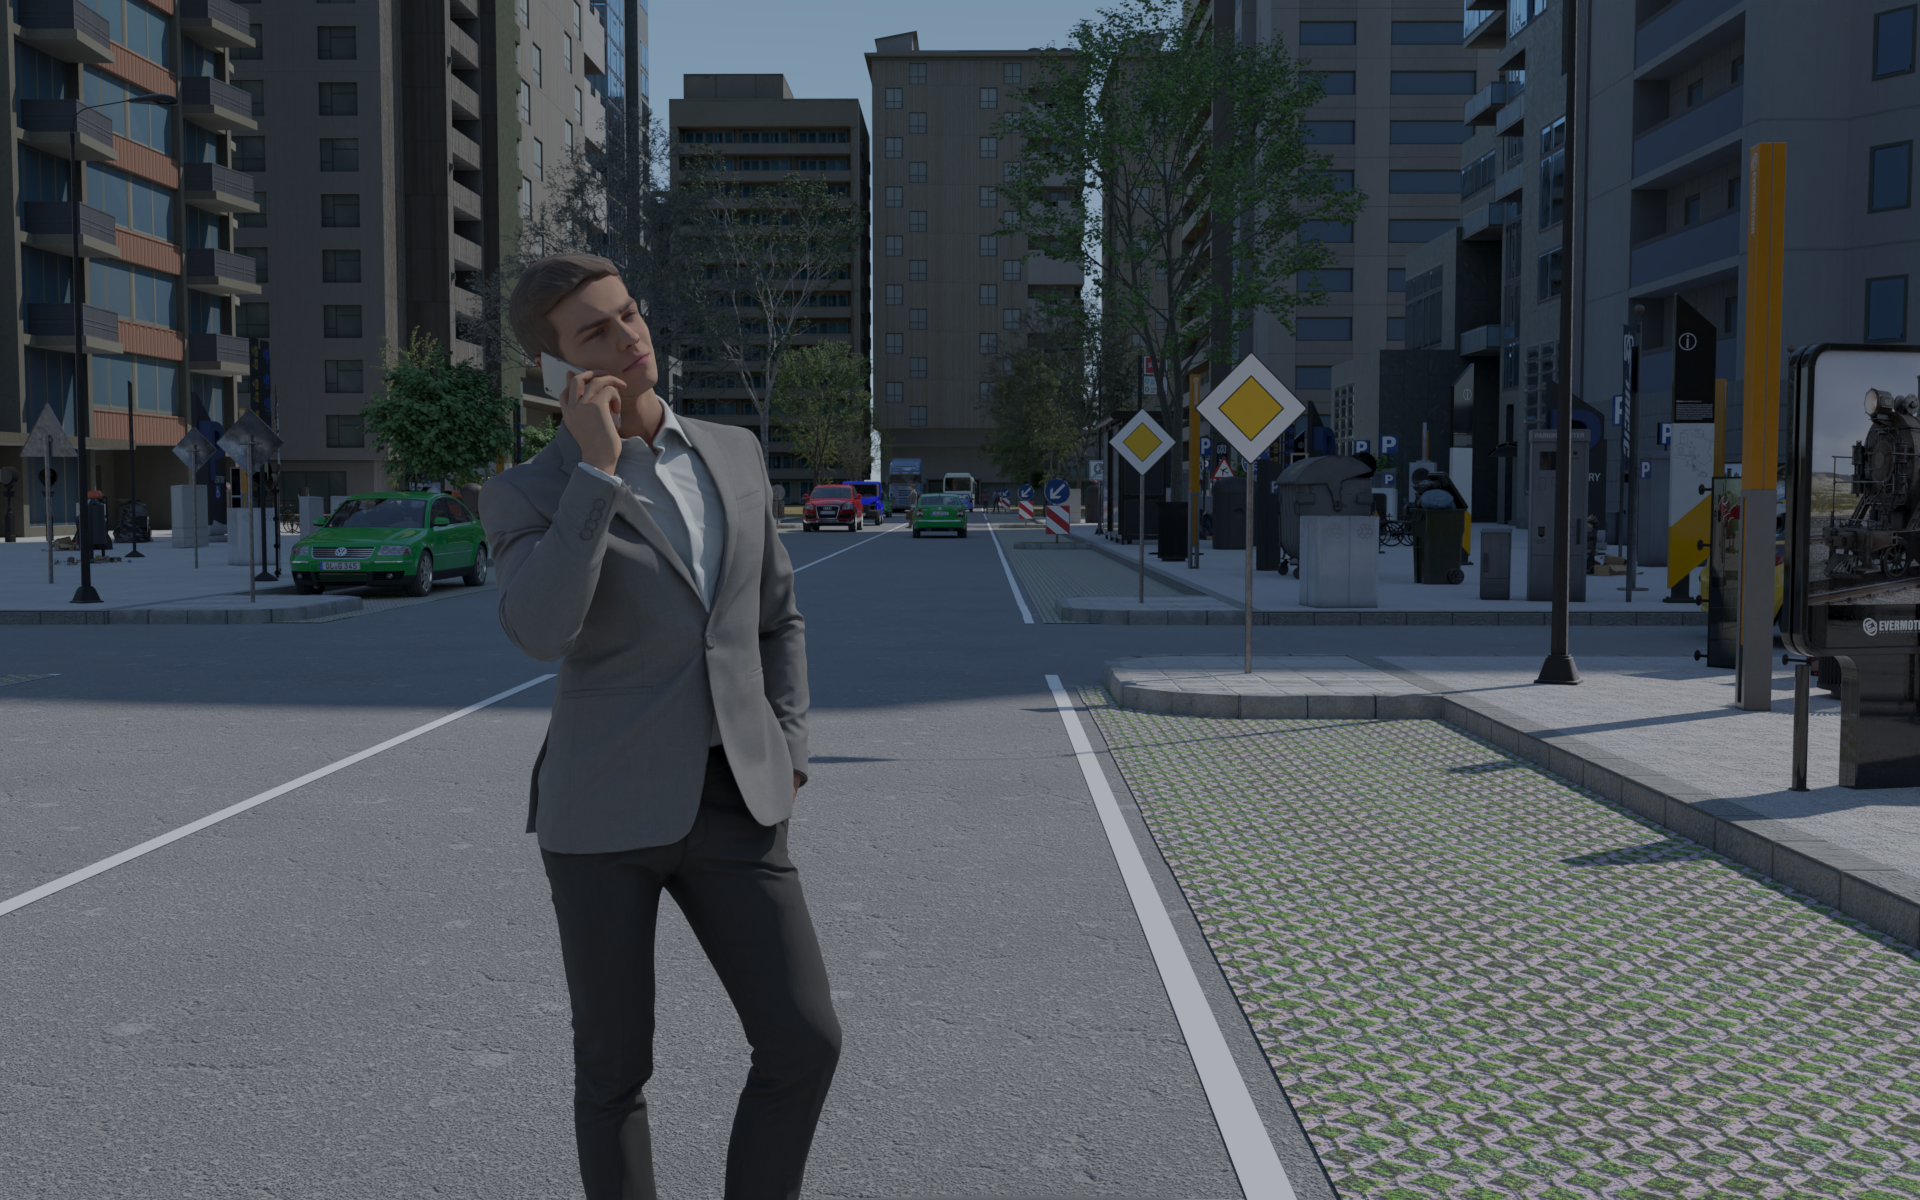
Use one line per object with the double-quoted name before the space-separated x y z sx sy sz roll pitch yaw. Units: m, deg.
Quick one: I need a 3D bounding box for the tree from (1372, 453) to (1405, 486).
"tree" 16.949 -4.595 69.733 1.663 3.219 1.824 0 3 0

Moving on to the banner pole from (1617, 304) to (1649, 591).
"banner pole" 8.826 -2.005 22.800 0.401 3.779 0.863 3 4 39

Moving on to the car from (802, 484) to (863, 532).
"car" -4.896 -3.577 67.161 2.281 1.827 5.304 0 4 1

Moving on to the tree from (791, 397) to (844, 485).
"tree" -10.540 -10.973 129.765 4.737 8.622 4.395 0 3 0

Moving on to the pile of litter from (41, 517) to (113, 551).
"pile of litter" -20.171 -1.567 39.587 1.176 0.858 1.719 3 5 40

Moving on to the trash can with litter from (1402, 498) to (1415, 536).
"trash can with litter" 14.100 -2.564 53.311 0.624 1.170 1.055 -1 4 -23

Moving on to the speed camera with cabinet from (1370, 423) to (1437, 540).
"speed camera with cabinet" 12.140 -3.285 48.049 2.038 3.252 0.660 1 4 23

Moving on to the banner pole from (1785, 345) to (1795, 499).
"banner pole" 13.913 -2.382 28.968 0.401 3.779 0.863 1 4 11

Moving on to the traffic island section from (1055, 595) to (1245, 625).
"traffic island section" 2.155 0.116 20.389 2.009 0.180 2.903 0 4 1

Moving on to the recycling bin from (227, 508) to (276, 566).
"recycling bin" -12.784 -1.149 31.335 0.722 1.027 0.722 -3 4 -39

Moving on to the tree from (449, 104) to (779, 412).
"tree" -10.492 -8.784 53.983 12.009 13.543 11.850 0 3 0

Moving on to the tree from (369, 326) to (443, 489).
"tree" -24.264 -7.725 76.671 4.737 8.622 4.395 0 3 0

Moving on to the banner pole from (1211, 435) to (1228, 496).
"banner pole" 10.901 -5.090 73.234 0.863 3.779 0.401 1 4 15

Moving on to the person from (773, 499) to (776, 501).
"person" -18.780 -10.189 175.811 0.721 1.743 1.217 -2 4 -32

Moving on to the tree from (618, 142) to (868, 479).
"tree" -11.944 -14.618 94.897 12.611 20.169 13.585 0 3 0

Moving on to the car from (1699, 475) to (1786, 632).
"car" 9.279 -0.390 16.605 3.980 1.641 2.015 0 4 2

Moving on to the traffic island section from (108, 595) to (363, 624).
"traffic island section" -8.386 0.109 20.491 2.009 0.180 2.903 0 4 1

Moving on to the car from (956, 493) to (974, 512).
"car" 0.156 -7.786 136.891 1.945 1.707 3.694 0 4 -1

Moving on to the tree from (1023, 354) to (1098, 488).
"tree" 4.967 -8.335 86.634 4.737 8.622 4.395 0 3 0

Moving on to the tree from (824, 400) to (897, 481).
"tree" -10.210 -14.570 172.632 8.767 10.594 7.601 1 4 8

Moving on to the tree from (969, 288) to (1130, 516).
"tree" 5.223 -11.818 103.595 12.009 13.543 11.850 0 3 0

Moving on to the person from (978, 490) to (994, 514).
"person" 1.891 -7.202 126.965 1.217 1.743 0.721 1 4 13

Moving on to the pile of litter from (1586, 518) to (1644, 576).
"pile of litter" 10.104 -0.828 27.502 1.719 0.858 1.176 -1 4 -8

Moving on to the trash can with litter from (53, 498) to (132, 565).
"trash can with litter" -16.324 -1.293 32.198 1.678 1.210 2.233 0 4 -4

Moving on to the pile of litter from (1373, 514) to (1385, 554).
"pile of litter" 8.679 -1.448 37.632 1.176 0.858 1.719 1 4 22

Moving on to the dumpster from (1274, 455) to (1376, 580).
"dumpster" 5.604 -1.274 26.591 1.264 1.857 1.865 0 4 1

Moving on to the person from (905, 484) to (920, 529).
"person" -1.907 -3.863 71.622 0.822 1.834 0.622 -1 4 -20

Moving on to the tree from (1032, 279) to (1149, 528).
"tree" 4.732 -6.674 59.490 4.360 8.622 3.978 0 3 0

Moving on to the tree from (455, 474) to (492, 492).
"tree" -20.330 -4.690 71.278 1.663 3.219 1.824 0 3 0

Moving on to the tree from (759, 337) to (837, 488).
"tree" -9.351 -11.502 113.817 9.928 11.665 9.643 0 3 0

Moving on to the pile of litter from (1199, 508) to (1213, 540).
"pile of litter" 7.266 -2.127 48.740 1.719 0.858 1.176 -2 4 -32

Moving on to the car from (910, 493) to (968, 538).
"car" -0.690 -2.990 57.681 1.959 1.807 4.718 0 4 -1

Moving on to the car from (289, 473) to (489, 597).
"car" -8.268 -1.014 25.383 1.959 1.807 4.718 0 3 0

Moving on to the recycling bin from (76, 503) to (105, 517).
"recycling bin" -24.522 -2.222 48.876 0.722 1.027 0.722 -2 4 -28

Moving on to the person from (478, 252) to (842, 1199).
"person" -0.455 0.360 2.788 0.592 1.802 0.473 -1 4 -20

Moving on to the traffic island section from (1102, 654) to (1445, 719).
"traffic island section" 2.081 0.604 12.404 2.009 0.180 2.903 0 4 1

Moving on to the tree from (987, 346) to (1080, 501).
"tree" 5.791 -13.146 133.060 7.486 12.596 7.792 0 3 0

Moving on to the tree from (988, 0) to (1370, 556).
"tree" 4.402 -6.754 36.187 9.928 11.665 9.643 0 3 0

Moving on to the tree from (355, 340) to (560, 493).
"tree" -11.113 -3.265 37.096 4.285 4.588 4.351 0 3 0

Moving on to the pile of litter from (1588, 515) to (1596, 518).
"pile of litter" 13.059 -1.391 36.701 1.176 0.858 1.719 1 4 19

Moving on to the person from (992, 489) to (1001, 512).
"person" 2.864 -7.879 137.192 0.709 1.838 0.599 0 4 3

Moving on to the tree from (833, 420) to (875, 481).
"tree" -10.242 -12.958 162.225 4.360 8.622 3.978 0 3 0

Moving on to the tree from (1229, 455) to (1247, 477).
"tree" 12.384 -4.981 76.047 1.663 3.219 1.824 0 3 0

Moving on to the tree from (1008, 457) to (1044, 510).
"tree" 5.675 -9.590 140.505 4.285 4.588 4.351 0 3 0

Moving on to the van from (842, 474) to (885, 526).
"van" -4.556 -4.631 80.106 2.240 2.365 5.245 0 4 -1

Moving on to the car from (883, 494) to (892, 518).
"car" -5.120 -5.954 106.146 1.959 1.807 4.718 0 4 0

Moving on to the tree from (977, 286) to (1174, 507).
"tree" 5.360 -8.817 78.565 8.767 10.594 7.601 0 4 -6

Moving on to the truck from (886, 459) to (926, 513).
"truck" -3.959 -9.000 136.906 2.967 4.110 18.799 0 4 1
